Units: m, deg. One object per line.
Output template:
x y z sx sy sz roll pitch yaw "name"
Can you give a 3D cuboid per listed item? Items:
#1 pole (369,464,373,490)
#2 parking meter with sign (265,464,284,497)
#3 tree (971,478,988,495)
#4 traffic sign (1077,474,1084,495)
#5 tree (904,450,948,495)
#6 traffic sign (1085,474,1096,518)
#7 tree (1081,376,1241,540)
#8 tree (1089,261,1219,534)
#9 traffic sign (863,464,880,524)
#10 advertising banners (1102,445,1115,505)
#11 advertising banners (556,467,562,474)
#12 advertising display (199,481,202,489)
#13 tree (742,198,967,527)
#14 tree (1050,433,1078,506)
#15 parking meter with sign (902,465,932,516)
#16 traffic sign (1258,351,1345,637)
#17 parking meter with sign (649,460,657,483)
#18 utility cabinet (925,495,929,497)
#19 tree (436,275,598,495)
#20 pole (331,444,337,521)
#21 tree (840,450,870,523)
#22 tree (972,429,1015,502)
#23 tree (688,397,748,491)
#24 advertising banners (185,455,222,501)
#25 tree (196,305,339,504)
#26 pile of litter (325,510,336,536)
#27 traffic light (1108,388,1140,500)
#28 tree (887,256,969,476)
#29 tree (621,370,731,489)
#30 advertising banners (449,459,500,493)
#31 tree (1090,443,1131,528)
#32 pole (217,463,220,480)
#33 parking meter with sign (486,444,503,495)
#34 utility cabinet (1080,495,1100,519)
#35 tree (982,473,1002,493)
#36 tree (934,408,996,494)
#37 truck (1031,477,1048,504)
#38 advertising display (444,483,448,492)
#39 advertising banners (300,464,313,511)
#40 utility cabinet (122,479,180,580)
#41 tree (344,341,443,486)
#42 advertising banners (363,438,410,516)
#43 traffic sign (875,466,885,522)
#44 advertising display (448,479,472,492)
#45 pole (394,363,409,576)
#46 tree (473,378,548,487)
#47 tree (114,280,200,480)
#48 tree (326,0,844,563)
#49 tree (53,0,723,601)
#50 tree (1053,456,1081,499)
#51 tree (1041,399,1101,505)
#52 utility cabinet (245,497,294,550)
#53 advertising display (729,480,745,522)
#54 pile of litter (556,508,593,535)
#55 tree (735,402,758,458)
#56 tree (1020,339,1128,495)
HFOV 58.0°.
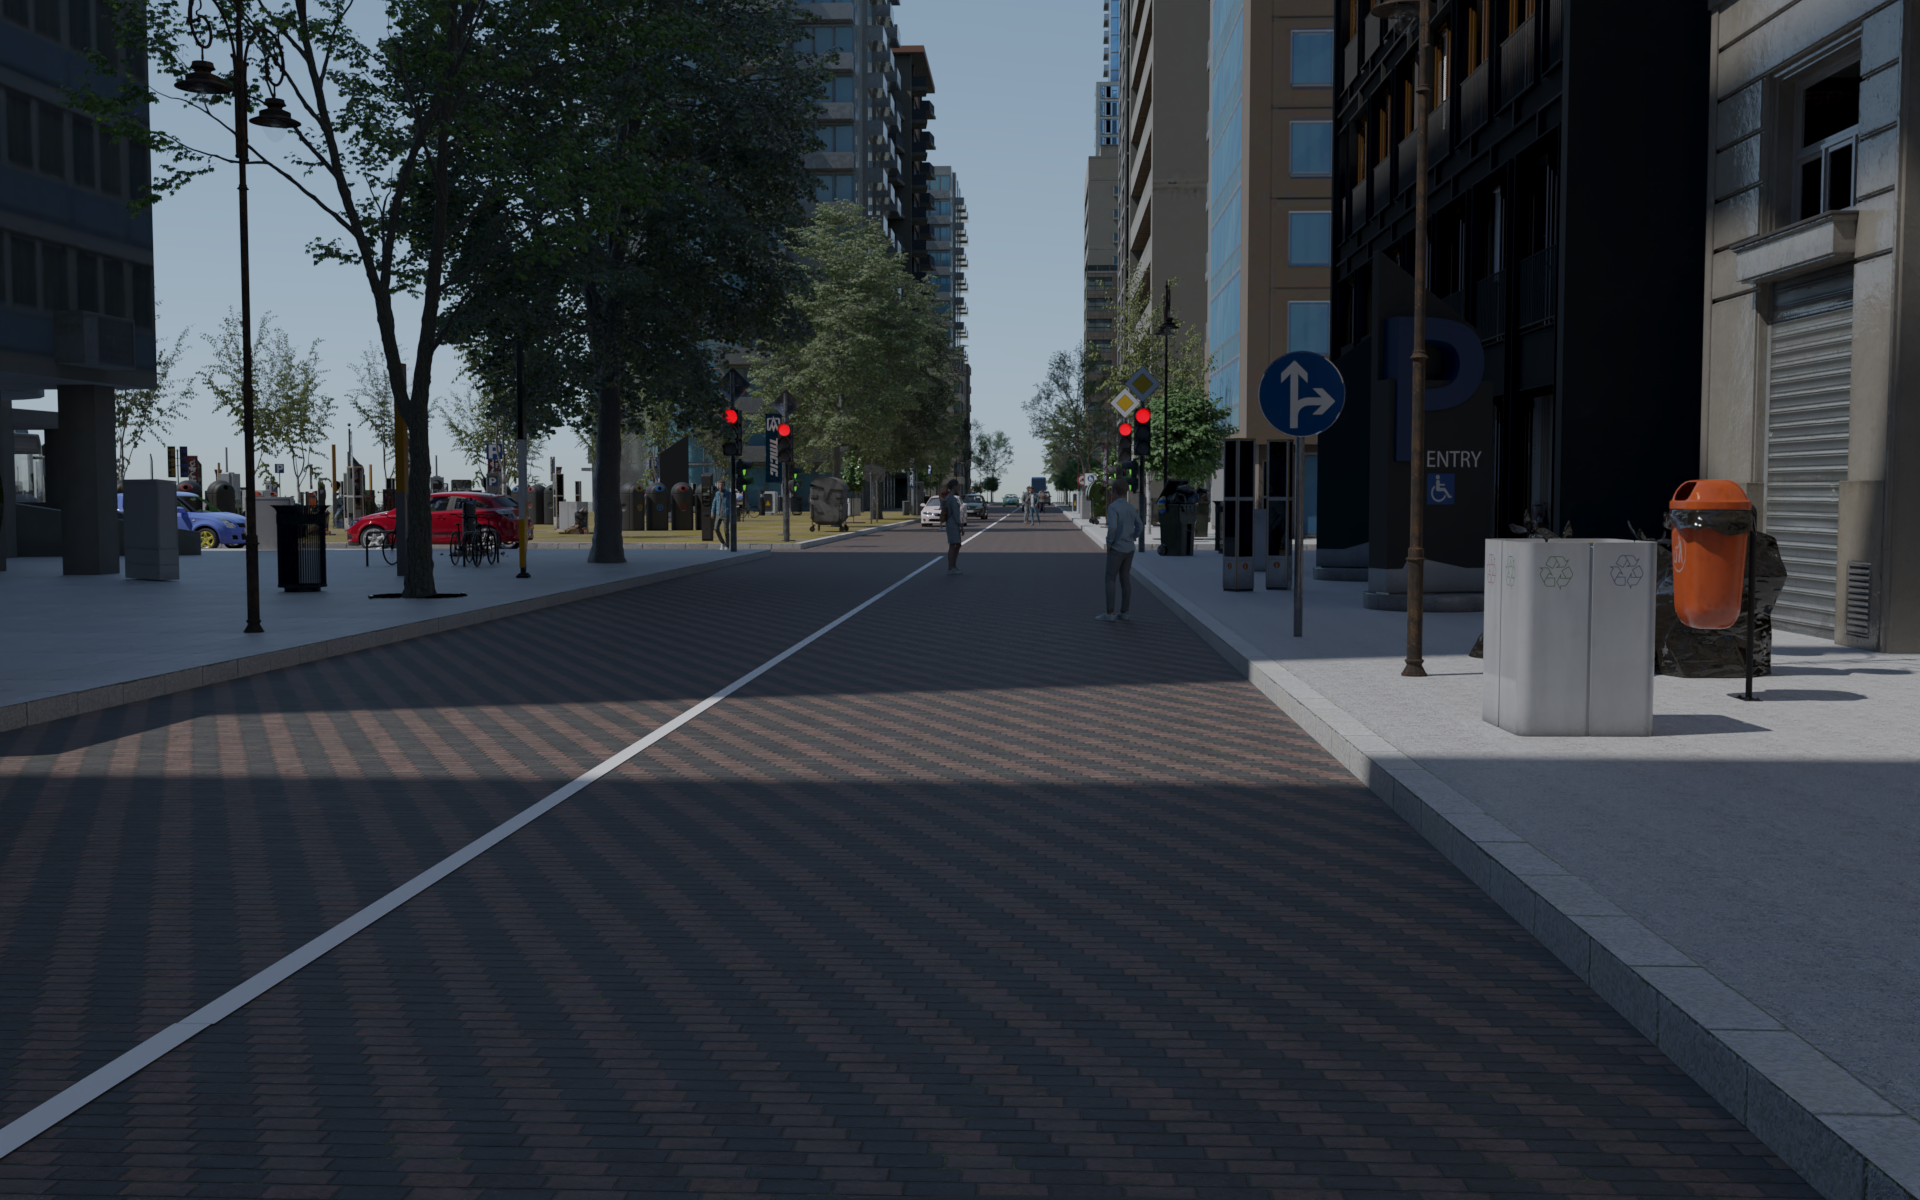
-40.274 -7.619 118.409 0.158 3.312 0.155 0 3 0 "pole"
-39.719 -6.344 99.978 1.738 3.016 0.543 3 4 37 "parking meter with sign"
2.043 -13.559 216.295 1.663 3.219 1.824 0 3 0 "tree"
7.801 -6.707 109.759 0.768 2.556 0.104 1 4 12 "traffic sign"
-2.543 -8.838 128.211 4.285 4.588 4.351 0 3 0 "tree"
6.537 -5.157 86.447 0.606 2.300 0.079 1 4 12 "traffic sign"
6.214 -3.970 48.622 4.285 4.588 4.351 0 3 0 "tree"
6.011 -6.374 54.583 4.737 8.622 4.395 0 3 0 "tree"
-3.810 -4.540 74.328 0.768 2.556 0.104 1 4 10 "traffic sign"
5.510 -4.052 62.430 0.090 3.025 2.074 2 4 28 "advertising banners"
-25.953 -6.935 109.579 0.090 3.025 2.074 3 4 37 "advertising banners"
-36.556 -4.746 82.808 0.123 1.923 0.974 0 4 7 "advertising display"
-4.373 -9.105 66.994 7.486 12.596 7.792 0 3 0 "tree"
11.808 -14.872 193.526 4.360 8.622 3.978 0 3 0 "tree"
-2.569 -6.581 103.860 1.738 3.016 0.543 -1 4 -18 "parking meter with sign"
3.042 -0.942 15.512 0.768 2.556 0.104 0 4 5 "traffic sign"
-14.814 -5.571 87.353 1.738 3.016 0.543 2 4 30 "parking meter with sign"
-2.553 -6.574 118.643 0.306 1.237 1.020 3 4 36 "utility cabinet"
-13.057 -6.117 50.371 4.737 8.622 4.395 0 3 0 "tree"
-25.646 -4.719 70.993 0.158 3.312 0.155 0 3 0 "pole"
-4.702 -4.987 76.142 1.663 3.219 1.824 0 3 0 "tree"
5.199 -21.467 276.737 9.928 11.665 9.643 0 3 0 "tree"
-14.396 -9.337 103.019 4.360 8.622 3.978 0 3 0 "tree"
-33.985 -5.040 78.588 2.074 3.025 0.090 -1 4 -19 "advertising banners"
-27.812 -7.218 68.379 4.737 8.622 4.395 0 3 0 "tree"
-19.996 -2.430 53.692 1.176 0.858 1.719 -2 4 -24 "pile of litter"
4.356 -3.492 46.020 0.839 4.253 0.868 0 4 3 "traffic light"
-4.291 -11.087 87.934 9.857 13.997 8.962 0 3 0 "tree"
-14.198 -8.076 82.402 4.737 8.622 4.395 0 3 0 "tree"
-18.659 -4.306 66.597 2.074 3.025 0.090 -1 4 -15 "advertising banners"
5.965 -4.357 65.842 1.663 3.219 1.824 0 3 0 "tree"
-47.974 -7.238 112.182 0.158 3.312 0.155 0 3 0 "pole"
-15.948 -3.844 59.113 0.543 3.016 1.738 -1 4 -10 "parking meter with sign"
6.614 -4.696 87.937 1.020 1.237 0.306 -1 4 -19 "utility cabinet"
4.875 -17.367 267.655 4.285 4.588 4.351 0 3 0 "tree"
0.464 -15.513 188.048 7.601 10.594 8.767 0 4 7 "tree"
12.318 -16.979 267.361 2.967 4.110 18.799 0 4 1 "truck"
-30.225 -5.844 100.767 0.974 1.923 0.123 1 4 10 "advertising display"
-37.680 -6.344 99.910 0.090 3.025 2.074 0 4 0 "advertising banners"
-12.044 -1.047 25.800 1.173 1.500 0.318 3 5 42 "utility cabinet"
-27.465 -8.147 83.565 4.360 8.622 3.978 0 3 0 "tree"
-17.704 -3.515 53.665 0.090 3.025 2.074 3 4 38 "advertising banners"
-3.750 -4.778 78.220 0.768 2.556 0.104 1 4 10 "traffic sign"
-21.932 -4.343 76.228 0.123 1.923 0.974 3 5 42 "advertising display"
-8.726 -2.033 27.077 0.158 3.312 0.155 0 3 0 "pole"
-26.413 -9.227 101.230 4.360 8.622 3.978 0 3 0 "tree"
-27.989 -6.592 58.141 4.360 8.622 3.978 0 3 0 "tree"
-6.629 -7.677 32.174 9.857 13.997 8.962 0 3 0 "tree"
-6.751 -5.822 20.944 9.928 11.665 9.643 0 3 0 "tree"
9.318 -9.060 131.837 4.285 4.588 4.351 0 3 0 "tree"
13.078 -17.600 205.889 7.486 12.596 7.792 0 3 0 "tree"
-15.799 -1.744 39.675 1.020 1.237 0.306 0 4 0 "utility cabinet"
-10.312 -4.580 80.091 0.974 1.923 0.123 3 5 41 "advertising display"
-12.359 -2.539 55.475 1.176 0.858 1.719 -1 4 -15 "pile of litter"
-15.321 -9.787 110.381 4.737 8.622 4.395 0 3 0 "tree"
7.606 -10.328 103.278 8.767 10.594 7.601 1 4 9 "tree"
